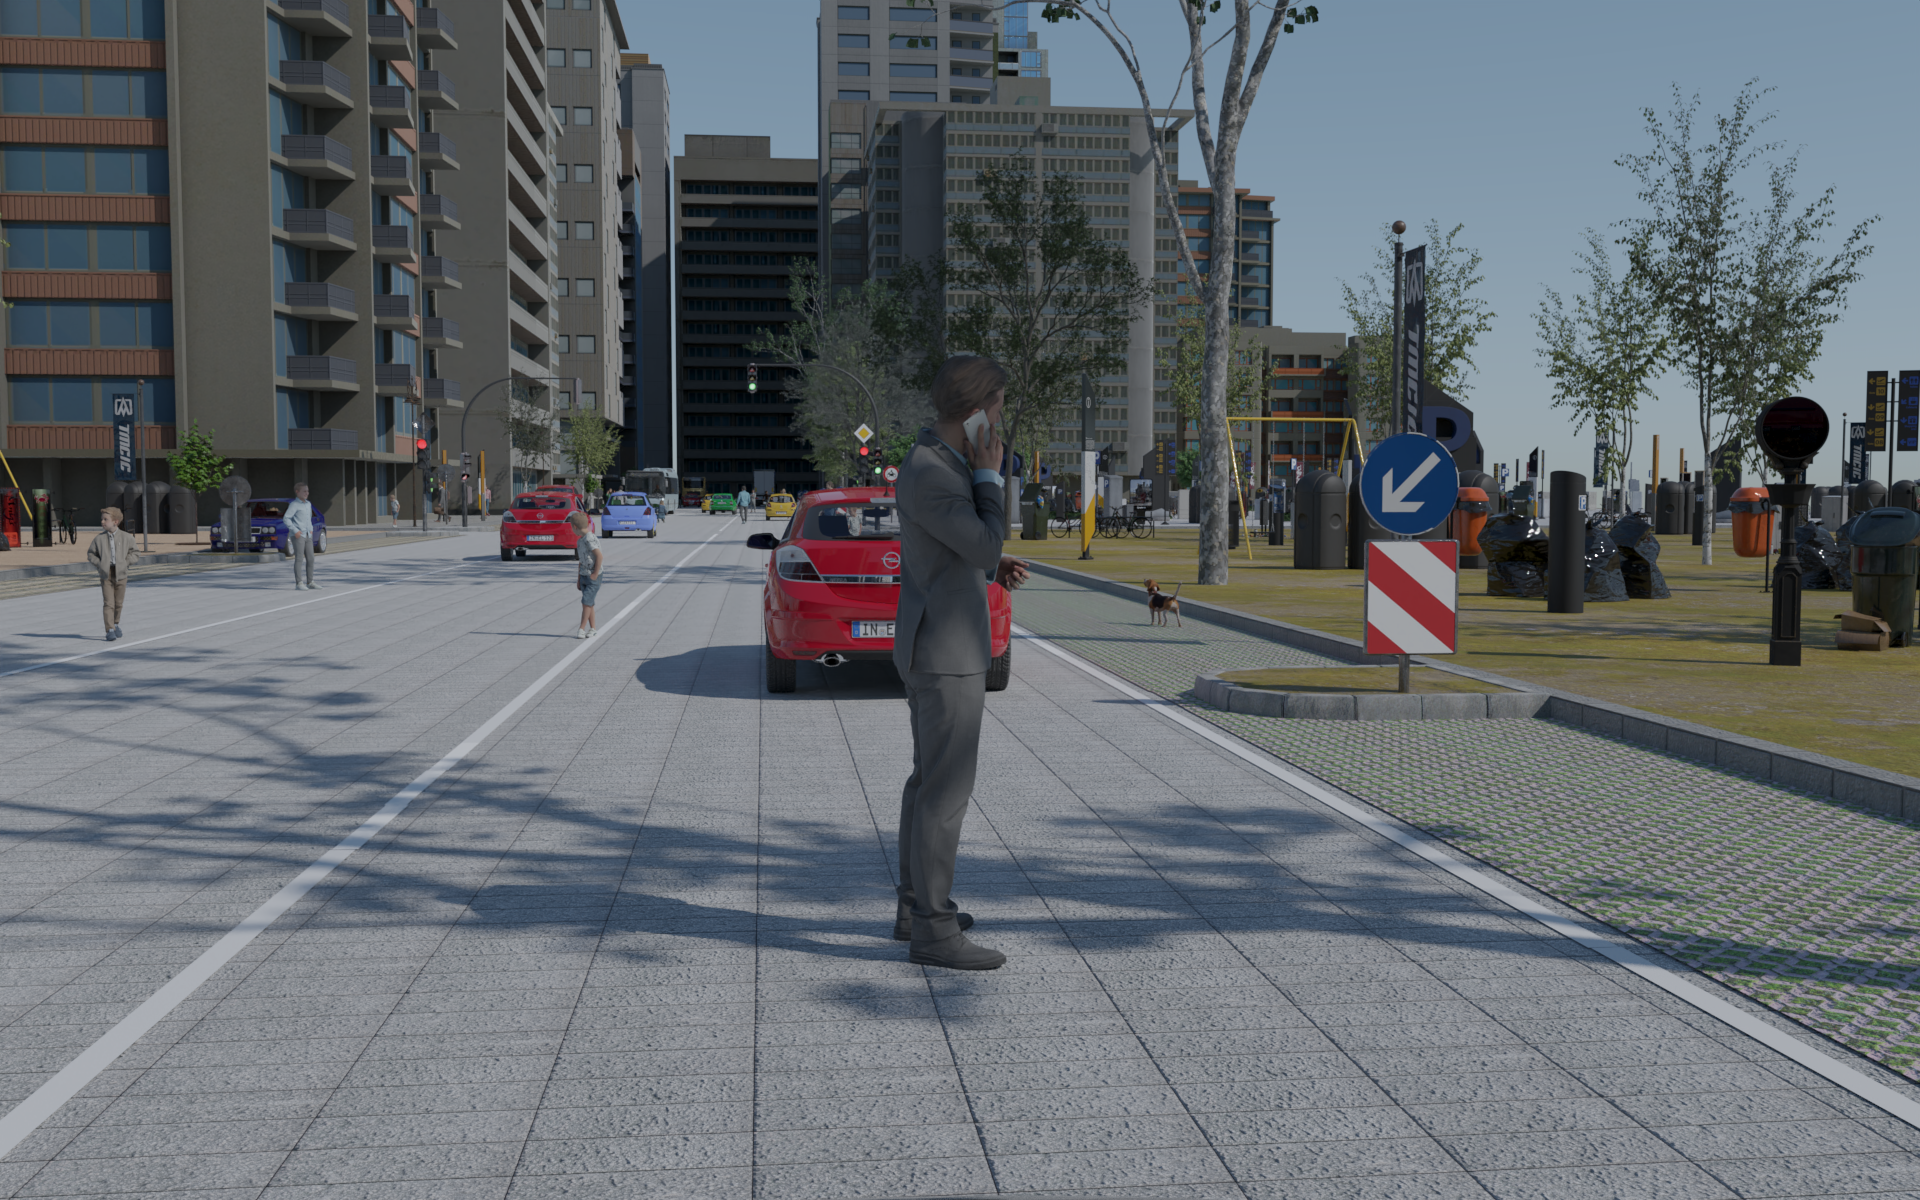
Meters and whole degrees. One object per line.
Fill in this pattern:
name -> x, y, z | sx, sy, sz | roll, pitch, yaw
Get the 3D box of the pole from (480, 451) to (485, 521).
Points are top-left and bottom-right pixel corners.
pole -> -22.630, -5.398, 82.103 | 0.158, 3.312, 0.155 | 0, 3, 0

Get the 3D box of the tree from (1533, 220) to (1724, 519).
tree -> 17.486, -5.861, 46.184 | 4.737, 8.622, 4.395 | 0, 3, 0

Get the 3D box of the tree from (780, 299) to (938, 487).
tree -> -6.229, -12.210, 110.006 | 12.009, 13.543, 11.850 | 0, 3, 0

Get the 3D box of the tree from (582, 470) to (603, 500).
tree -> -29.112, -8.679, 136.505 | 1.663, 3.219, 1.824 | 0, 3, 0

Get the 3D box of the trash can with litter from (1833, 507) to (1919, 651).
trash can with litter -> 7.702, -0.187, 14.439 | 0.624, 1.170, 1.055 | 3, 5, 40

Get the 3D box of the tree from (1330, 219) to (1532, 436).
tree -> 12.051, -5.827, 45.641 | 4.737, 8.622, 4.395 | 0, 3, 0

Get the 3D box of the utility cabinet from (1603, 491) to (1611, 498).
utility cabinet -> 40.848, -6.153, 109.278 | 0.318, 1.500, 1.173 | 2, 4, 34

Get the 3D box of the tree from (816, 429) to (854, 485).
tree -> -10.500, -12.208, 149.961 | 4.360, 8.622, 3.978 | 0, 3, 0

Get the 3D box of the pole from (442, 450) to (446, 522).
pole -> -23.937, -5.296, 80.426 | 0.158, 3.312, 0.155 | 0, 3, 0

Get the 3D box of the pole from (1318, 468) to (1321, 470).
pole -> 27.644, -8.528, 133.273 | 0.158, 3.312, 0.155 | 0, 3, 0

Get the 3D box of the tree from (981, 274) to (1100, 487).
tree -> 2.403, -6.563, 57.661 | 4.360, 8.622, 3.978 | 0, 3, 0

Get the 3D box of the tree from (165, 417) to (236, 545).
tree -> -19.204, -3.011, 43.829 | 1.663, 3.219, 1.824 | 0, 3, 0

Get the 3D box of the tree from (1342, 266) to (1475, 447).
tree -> 13.933, -6.381, 54.697 | 4.360, 8.622, 3.978 | 0, 3, 0

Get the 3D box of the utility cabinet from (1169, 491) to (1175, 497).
utility cabinet -> 17.919, -8.375, 145.614 | 1.173, 1.500, 0.318 | 1, 4, 19

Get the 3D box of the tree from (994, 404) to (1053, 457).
tree -> 4.396, -10.486, 121.812 | 4.737, 8.622, 4.395 | 0, 3, 0

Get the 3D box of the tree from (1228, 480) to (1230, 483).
tree -> 16.860, -7.389, 115.406 | 1.663, 3.219, 1.824 | 0, 3, 0

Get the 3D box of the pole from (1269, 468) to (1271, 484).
pole -> 24.600, -8.805, 137.802 | 0.158, 3.312, 0.155 | 0, 3, 0

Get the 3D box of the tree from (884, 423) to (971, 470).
tree -> -1.862, -5.903, 80.235 | 4.285, 4.588, 4.351 | 0, 3, 0

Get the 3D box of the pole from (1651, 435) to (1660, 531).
pole -> 23.858, -4.012, 59.440 | 0.158, 3.312, 0.155 | 0, 3, 0

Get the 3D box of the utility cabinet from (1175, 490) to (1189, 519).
utility cabinet -> 11.702, -4.873, 88.345 | 1.173, 1.500, 0.318 | -1, 4, -11

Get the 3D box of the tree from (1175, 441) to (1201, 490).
tree -> 14.725, -7.579, 107.629 | 4.285, 4.588, 4.351 | 0, 3, 0

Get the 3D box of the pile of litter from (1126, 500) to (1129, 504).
pile of litter -> 12.285, -7.026, 128.844 | 1.719, 0.858, 1.176 | 0, 4, 6

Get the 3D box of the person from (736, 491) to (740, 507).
person -> -25.379, -11.618, 198.410 | 0.705, 1.831, 1.348 | 1, 4, 10

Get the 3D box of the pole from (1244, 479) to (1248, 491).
pole -> 20.094, -7.821, 121.713 | 0.158, 3.312, 0.155 | 0, 3, 0

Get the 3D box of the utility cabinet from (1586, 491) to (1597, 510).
utility cabinet -> 49.253, -7.734, 135.131 | 1.173, 1.500, 0.318 | -3, 5, -41

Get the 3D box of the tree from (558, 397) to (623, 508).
tree -> -28.680, -11.093, 131.738 | 4.737, 8.622, 4.395 | 0, 3, 0

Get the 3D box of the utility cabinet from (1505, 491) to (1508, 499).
utility cabinet -> 43.495, -7.832, 136.730 | 1.173, 1.500, 0.318 | 1, 4, 12

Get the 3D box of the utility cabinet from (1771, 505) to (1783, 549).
utility cabinet -> 18.937, -1.795, 40.512 | 1.020, 1.237, 0.306 | 0, 4, 3

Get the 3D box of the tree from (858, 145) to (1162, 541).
tree -> 1.221, -6.904, 47.290 | 8.767, 10.594, 7.601 | 0, 4, 6

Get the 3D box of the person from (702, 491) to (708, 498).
person -> -26.652, -10.586, 182.095 | 0.721, 1.766, 1.217 | 3, 5, 45

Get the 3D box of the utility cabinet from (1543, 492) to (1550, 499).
utility cabinet -> 51.007, -8.716, 151.192 | 1.173, 1.500, 0.318 | -1, 4, -11

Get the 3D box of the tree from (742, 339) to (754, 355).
tree -> -10.817, -17.337, 139.354 | 12.611, 20.169, 13.585 | 0, 3, 0

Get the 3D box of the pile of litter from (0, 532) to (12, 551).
pile of litter -> -21.941, -1.500, 38.494 | 1.176, 0.858, 1.719 | 3, 5, 42

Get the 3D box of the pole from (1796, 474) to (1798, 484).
pole -> 48.510, -6.531, 100.618 | 0.158, 3.312, 0.155 | 0, 3, 0

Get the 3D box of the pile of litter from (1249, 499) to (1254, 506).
pile of litter -> 24.585, -8.084, 146.142 | 1.719, 0.858, 1.176 | 2, 4, 31

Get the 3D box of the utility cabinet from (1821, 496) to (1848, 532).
utility cabinet -> 29.859, -2.936, 59.158 | 0.306, 1.237, 1.020 | 0, 4, -8

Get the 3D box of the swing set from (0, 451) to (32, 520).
swing set -> -28.920, -3.230, 50.434 | 2.862, 2.851, 3.119 | 0, 4, 3

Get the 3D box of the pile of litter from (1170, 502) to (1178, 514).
pile of litter -> 14.031, -6.009, 112.212 | 1.719, 0.858, 1.176 | -1, 4, -22

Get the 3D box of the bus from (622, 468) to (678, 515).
bus -> -21.185, -7.610, 119.290 | 2.948, 3.499, 13.247 | 0, 4, -5

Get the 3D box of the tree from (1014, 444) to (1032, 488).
tree -> 3.380, -7.783, 110.968 | 4.285, 4.588, 4.351 | 0, 3, 0

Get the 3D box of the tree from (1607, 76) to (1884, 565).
tree -> 13.683, -4.931, 30.981 | 4.360, 8.622, 3.978 | 0, 3, 0

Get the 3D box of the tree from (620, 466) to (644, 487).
tree -> -37.214, -13.101, 197.913 | 4.285, 4.588, 4.351 | 0, 3, 0

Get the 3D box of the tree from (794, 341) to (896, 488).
tree -> -8.353, -12.815, 127.652 | 7.486, 12.596, 7.792 | 0, 3, 0

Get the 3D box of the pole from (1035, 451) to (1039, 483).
pole -> 3.663, -5.431, 82.642 | 0.158, 3.312, 0.155 | 0, 3, 0

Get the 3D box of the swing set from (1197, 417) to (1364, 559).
swing set -> 6.641, -2.326, 35.650 | 3.119, 2.851, 2.862 | -1, 4, -13

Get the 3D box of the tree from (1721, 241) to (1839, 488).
tree -> 22.898, -6.068, 49.570 | 4.737, 8.622, 4.395 | 0, 3, 0

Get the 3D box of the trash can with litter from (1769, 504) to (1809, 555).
trash can with litter -> 18.009, -1.559, 36.555 | 2.233, 1.210, 1.678 | 3, 5, 39

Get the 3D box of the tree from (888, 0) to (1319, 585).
tree -> 4.127, -10.365, 25.357 | 12.611, 20.169, 13.585 | 0, 3, 0

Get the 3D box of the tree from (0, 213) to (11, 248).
tree -> -18.219, -4.803, 28.891 | 4.737, 8.622, 4.395 | 0, 3, 0

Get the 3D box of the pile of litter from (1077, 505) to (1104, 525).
pile of litter -> 5.614, -3.526, 71.611 | 1.719, 0.858, 1.176 | 0, 4, -4

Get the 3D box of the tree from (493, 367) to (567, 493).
tree -> -25.182, -9.222, 101.149 | 4.360, 8.622, 3.978 | 0, 3, 0

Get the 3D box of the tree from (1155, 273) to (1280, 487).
tree -> 8.307, -6.553, 57.499 | 4.737, 8.622, 4.395 | 0, 3, 0

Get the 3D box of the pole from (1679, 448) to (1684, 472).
pole -> 31.984, -5.074, 76.803 | 0.158, 3.312, 0.155 | 0, 3, 0
